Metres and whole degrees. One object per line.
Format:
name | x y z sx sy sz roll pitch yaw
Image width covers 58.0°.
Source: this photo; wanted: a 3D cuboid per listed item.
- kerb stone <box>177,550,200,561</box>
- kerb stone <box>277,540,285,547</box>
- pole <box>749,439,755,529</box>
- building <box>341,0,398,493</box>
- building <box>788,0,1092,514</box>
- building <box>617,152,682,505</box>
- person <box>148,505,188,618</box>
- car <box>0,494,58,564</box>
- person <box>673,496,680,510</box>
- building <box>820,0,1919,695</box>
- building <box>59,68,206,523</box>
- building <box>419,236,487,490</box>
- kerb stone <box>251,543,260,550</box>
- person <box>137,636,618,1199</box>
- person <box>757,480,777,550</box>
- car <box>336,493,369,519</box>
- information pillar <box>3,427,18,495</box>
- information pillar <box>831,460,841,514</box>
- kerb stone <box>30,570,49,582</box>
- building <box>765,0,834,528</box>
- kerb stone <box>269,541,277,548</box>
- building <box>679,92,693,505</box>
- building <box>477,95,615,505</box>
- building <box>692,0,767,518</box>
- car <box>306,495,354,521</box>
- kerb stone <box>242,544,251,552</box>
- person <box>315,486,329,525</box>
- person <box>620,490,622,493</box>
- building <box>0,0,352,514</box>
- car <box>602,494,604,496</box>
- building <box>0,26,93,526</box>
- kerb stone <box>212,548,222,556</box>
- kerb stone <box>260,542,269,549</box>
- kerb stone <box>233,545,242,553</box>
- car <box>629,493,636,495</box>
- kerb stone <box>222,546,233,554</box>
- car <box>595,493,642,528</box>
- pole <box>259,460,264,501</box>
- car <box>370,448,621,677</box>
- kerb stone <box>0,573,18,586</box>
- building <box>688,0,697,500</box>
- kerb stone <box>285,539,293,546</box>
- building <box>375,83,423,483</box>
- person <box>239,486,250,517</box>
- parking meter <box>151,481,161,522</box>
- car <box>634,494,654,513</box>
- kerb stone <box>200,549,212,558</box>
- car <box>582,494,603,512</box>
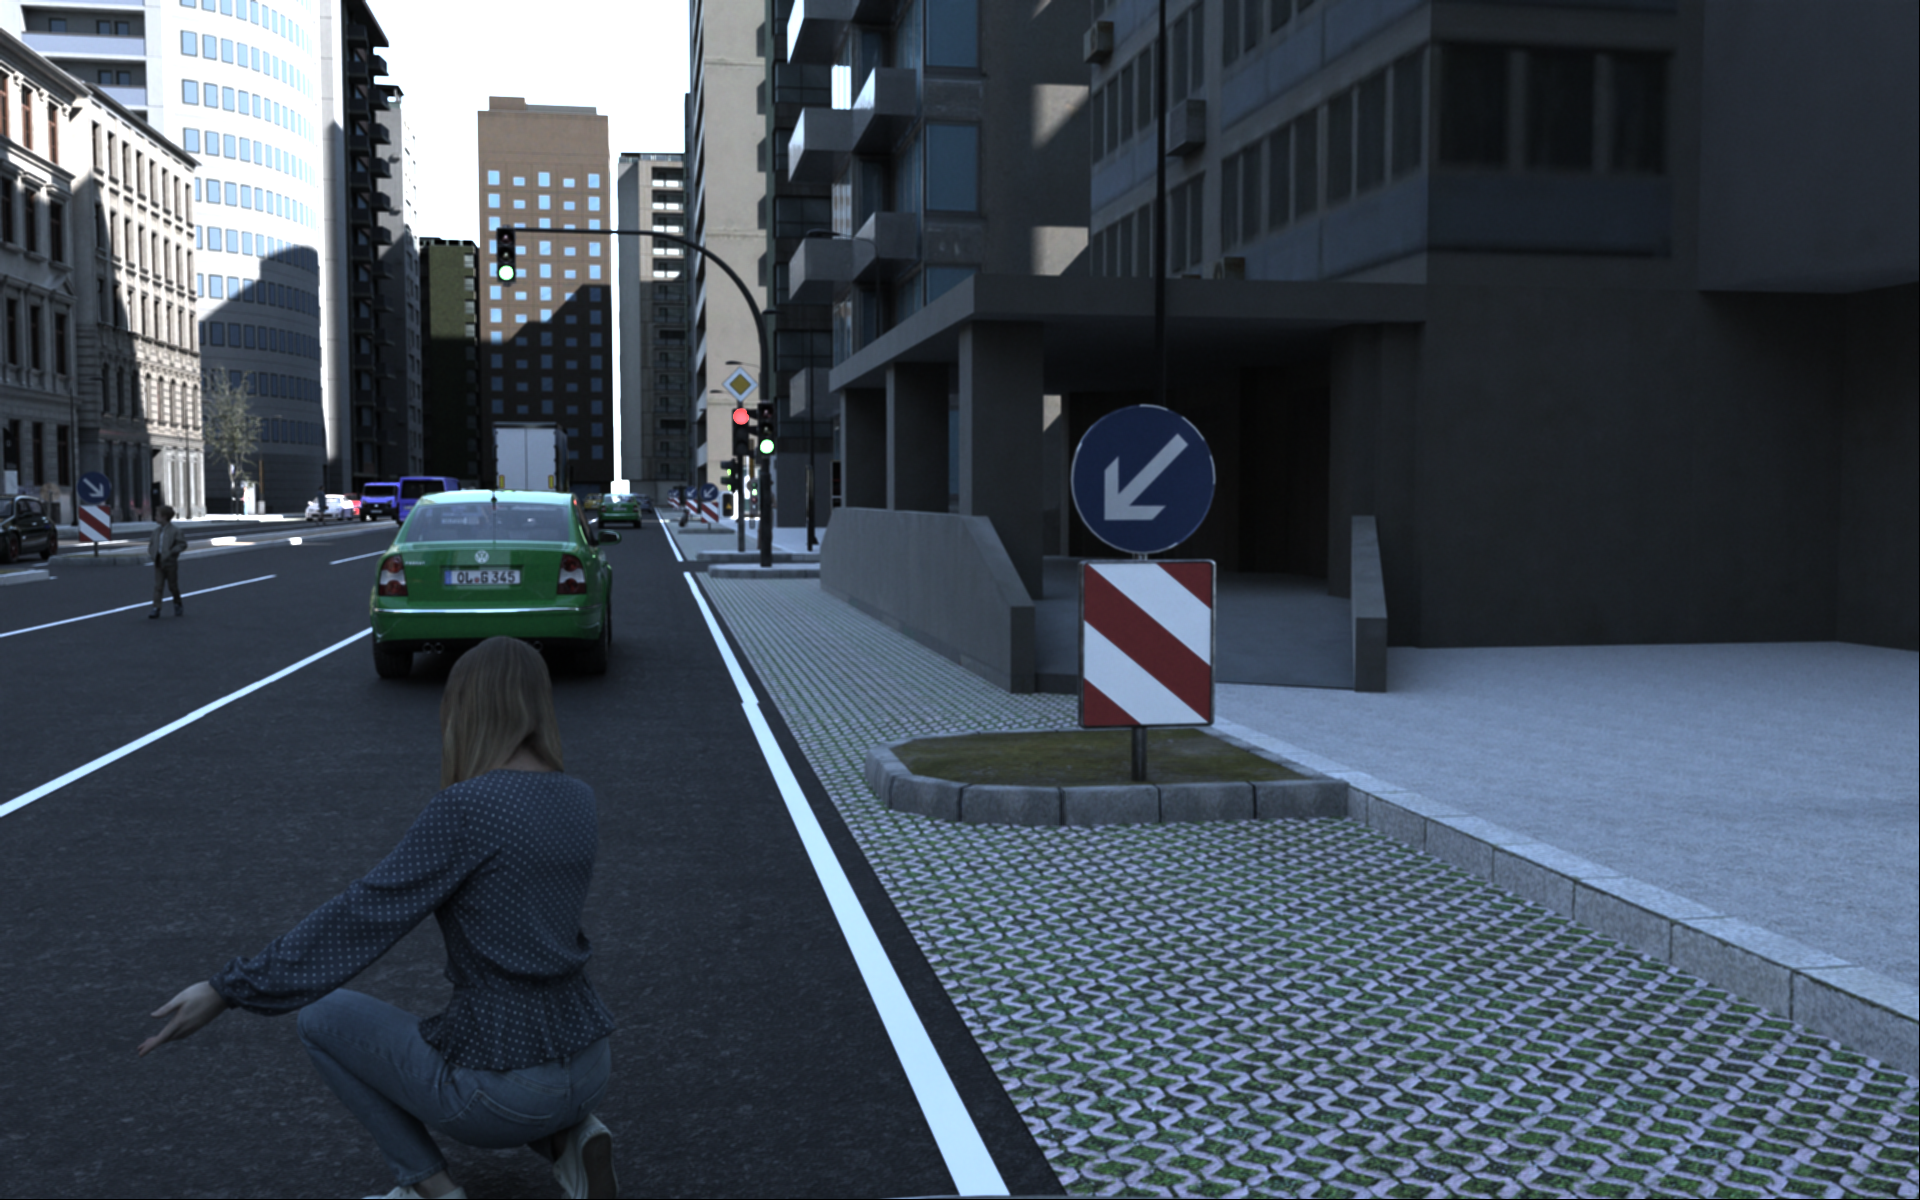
kerb stone | -17.062 -0.977 38.297 0.120 0.150 1.000 -1 4 -10
kerb stone | -18.686 -1.531 47.366 0.120 0.150 1.000 -1 4 -10
pole | -7.716 -4.304 64.209 0.158 3.312 0.155 0 3 0
building | -60.883 -30.153 147.628 22.147 44.769 28.867 -1 4 -10
building | 9.945 -26.514 53.111 30.456 49.044 23.786 -1 4 -10
building | -32.619 -31.668 201.364 14.086 41.232 14.154 -1 4 -10
person | -9.258 -0.457 20.239 0.475 1.303 0.640 0 4 -2
car | -20.504 -1.639 36.590 2.009 1.686 4.222 -1 4 -11
person | -22.993 -8.029 140.446 0.621 1.740 0.551 2 4 35
building | 14.987 -20.114 20.742 32.217 40.220 23.993 -1 4 -10
building | -42.869 -14.200 81.324 9.793 20.994 18.267 -1 4 -10
building | -61.384 -25.996 196.731 14.107 30.474 14.160 -1 4 -10
kerb stone | -18.147 -1.350 44.335 0.120 0.150 1.000 -1 4 -10
person | -1.072 0.648 3.406 0.738 1.151 1.012 3 4 36
person | -4.584 -1.945 40.640 0.374 1.781 0.599 -3 5 -44
car | -35.463 -5.663 101.633 2.155 1.783 4.494 -1 4 -10
information pillar | -33.355 -4.251 60.852 0.183 3.616 0.504 1 4 19
information pillar | -2.650 -2.037 37.796 0.304 2.012 0.304 0 4 3
kerb stone | -15.322 -0.397 28.685 0.120 0.150 1.000 -1 4 -10
building | -1.310 -18.447 73.302 14.160 30.474 14.107 -1 4 -10
kerb stone | -18.512 -1.478 46.358 0.120 0.150 1.000 -1 4 -10
building | -21.605 -30.414 180.858 14.154 41.232 14.086 -1 4 -10
building | -47.162 -33.564 198.881 14.200 45.320 14.600 -1 4 -10
building | -4.816 -29.317 103.031 21.300 48.544 21.600 -1 4 -10
car | -33.988 -4.961 93.478 2.083 1.381 4.827 -1 4 -9
kerb stone | -17.967 -1.293 43.328 0.120 0.150 1.000 -1 4 -10
person | -29.602 -4.385 80.219 0.654 1.822 0.581 -3 5 -40
person | -32.574 -9.680 166.772 0.705 1.824 1.348 2 4 24
building | -55.691 -35.286 118.927 21.231 58.520 28.212 -1 4 -10
car | -35.915 -10.162 174.940 1.959 1.807 4.718 -1 4 -9
building | -40.254 -13.798 61.757 11.583 22.565 21.152 -1 4 -10
kerb stone | -17.420 -1.108 40.310 0.120 0.150 1.000 -1 4 -10
kerb stone | -18.329 -1.416 45.347 0.120 0.150 1.000 -1 4 -10
kerb stone | -17.788 -1.231 42.321 0.120 0.150 1.000 -1 4 -10
car | -29.551 -8.951 155.941 1.945 1.707 3.694 -1 4 -11
kerb stone | -17.599 -1.169 41.317 0.120 0.150 1.000 -1 4 -10
car | -14.534 -3.976 73.810 1.959 1.807 4.718 -1 4 -12
pole | -41.977 -6.746 104.143 0.158 3.312 0.155 0 3 0
car | -3.941 -0.381 15.026 1.959 1.807 4.718 -1 4 -10
kerb stone | -15.141 -0.335 27.680 0.120 0.150 1.000 -1 4 -10
building | -14.337 -37.810 160.186 21.231 58.520 28.212 -1 4 -10
kerb stone | -18.870 -1.601 48.376 0.120 0.150 1.000 -1 4 -10
building | -62.019 -30.013 174.307 14.086 41.232 14.154 -1 4 -10
person | -40.737 -5.605 98.522 0.643 1.720 0.563 1 4 18
parking meter | -37.139 -4.543 79.990 0.399 1.863 0.255 -1 4 -14
car | -24.204 -7.285 131.105 2.014 1.417 4.499 -1 4 -9
kerb stone | -17.232 -1.046 39.305 0.120 0.150 1.000 -1 4 -10
car | -29.990 -8.073 142.221 2.015 1.641 3.980 -1 4 -12
